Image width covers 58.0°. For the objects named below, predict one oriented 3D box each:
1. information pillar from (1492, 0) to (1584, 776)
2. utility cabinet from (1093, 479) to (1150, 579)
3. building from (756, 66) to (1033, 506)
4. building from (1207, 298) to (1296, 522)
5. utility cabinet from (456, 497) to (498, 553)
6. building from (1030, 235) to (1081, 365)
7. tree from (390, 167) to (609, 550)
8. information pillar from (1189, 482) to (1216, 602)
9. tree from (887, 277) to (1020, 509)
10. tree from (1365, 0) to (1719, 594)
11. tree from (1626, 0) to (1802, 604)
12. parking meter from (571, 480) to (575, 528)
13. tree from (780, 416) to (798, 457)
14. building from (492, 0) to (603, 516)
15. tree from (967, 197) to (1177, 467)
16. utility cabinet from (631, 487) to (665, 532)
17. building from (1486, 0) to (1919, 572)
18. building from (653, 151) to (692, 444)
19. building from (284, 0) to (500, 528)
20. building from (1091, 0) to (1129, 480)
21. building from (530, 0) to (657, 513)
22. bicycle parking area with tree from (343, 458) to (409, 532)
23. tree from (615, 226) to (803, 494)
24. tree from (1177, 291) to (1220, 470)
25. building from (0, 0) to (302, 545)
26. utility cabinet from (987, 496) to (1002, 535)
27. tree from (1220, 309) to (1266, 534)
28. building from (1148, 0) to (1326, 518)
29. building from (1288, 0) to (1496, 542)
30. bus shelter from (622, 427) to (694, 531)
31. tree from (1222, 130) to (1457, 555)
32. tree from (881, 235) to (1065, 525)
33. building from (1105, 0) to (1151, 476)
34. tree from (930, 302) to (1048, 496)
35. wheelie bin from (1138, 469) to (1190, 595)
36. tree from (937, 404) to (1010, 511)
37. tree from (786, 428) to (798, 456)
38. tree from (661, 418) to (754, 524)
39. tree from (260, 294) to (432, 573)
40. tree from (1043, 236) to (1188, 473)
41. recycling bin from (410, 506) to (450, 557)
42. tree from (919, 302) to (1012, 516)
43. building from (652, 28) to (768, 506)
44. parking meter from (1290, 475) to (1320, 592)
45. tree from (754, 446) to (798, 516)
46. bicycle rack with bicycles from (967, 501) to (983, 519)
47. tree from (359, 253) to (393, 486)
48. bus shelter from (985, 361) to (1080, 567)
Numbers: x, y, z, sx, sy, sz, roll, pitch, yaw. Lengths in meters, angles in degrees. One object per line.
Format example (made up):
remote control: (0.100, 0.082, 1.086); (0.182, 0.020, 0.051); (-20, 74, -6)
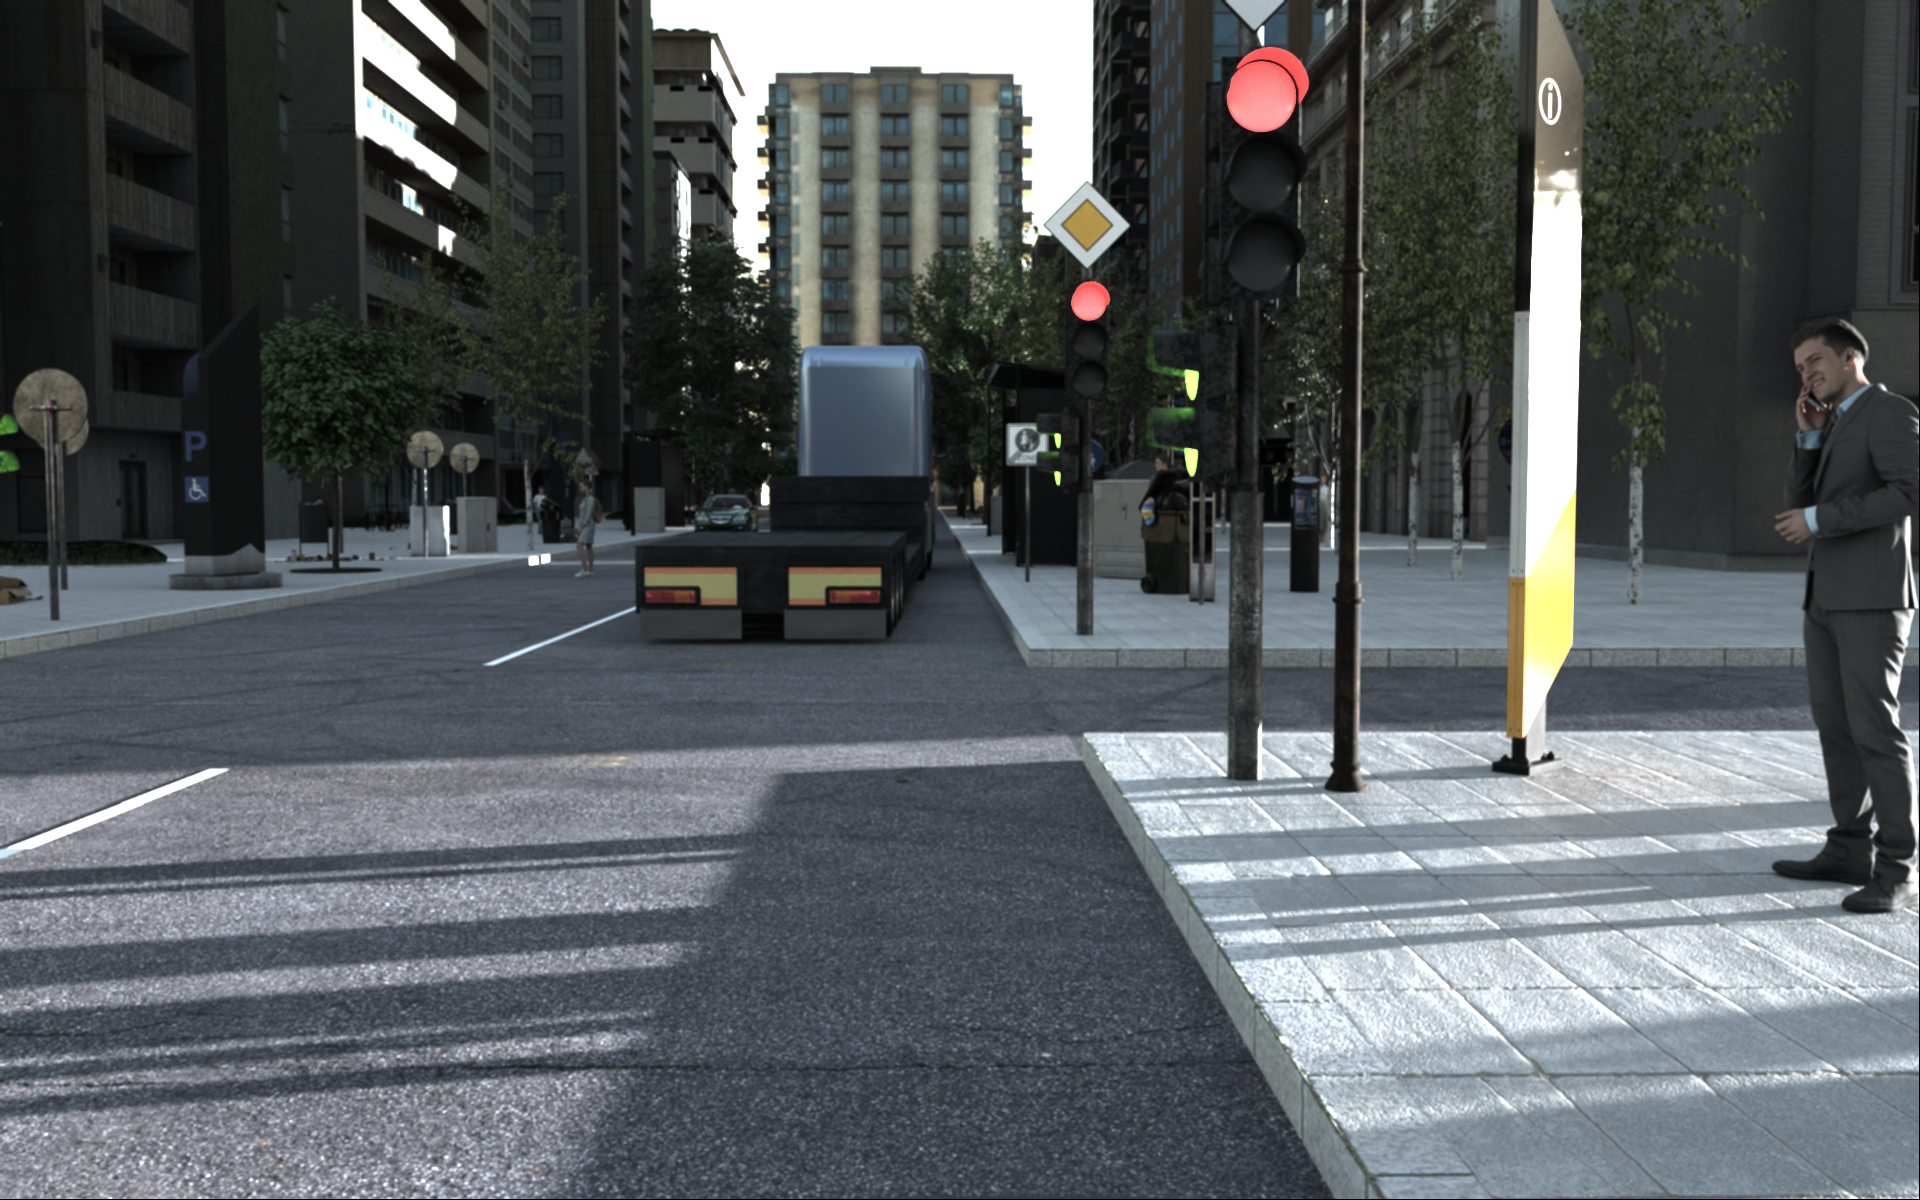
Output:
information pillar: (2.703, -1.019, 8.008); (0.504, 3.616, 0.183); (-3, 5, -45)
utility cabinet: (2.519, -1.076, 26.277); (0.318, 1.500, 1.173); (-3, 5, -41)
building: (-7.259, -35.297, 196.720); (30.456, 49.044, 23.786); (0, 4, -1)
building: (20.095, -13.187, 83.053); (16.820, 18.784, 16.811); (0, 4, -1)
utility cabinet: (-10.610, -1.647, 38.097); (0.306, 1.237, 1.020); (2, 4, 24)
building: (15.122, -25.702, 191.930); (14.107, 30.474, 14.160); (0, 4, -1)
tree: (-9.807, -5.430, 39.144); (4.737, 8.622, 4.395); (0, 3, 0)
information pillar: (2.897, -0.990, 20.671); (0.304, 2.012, 0.304); (1, 4, 8)
tree: (-0.956, -18.114, 152.060); (12.611, 20.169, 13.585); (0, 3, 0)
tree: (7.421, -4.571, 25.092); (4.737, 8.622, 4.395); (0, 3, 0)
tree: (7.641, -4.257, 19.968); (4.737, 8.622, 4.395); (0, 3, 0)
parking meter: (-13.667, -3.353, 60.527); (0.399, 1.863, 0.255); (0, 3, 0)
tree: (-13.267, -13.892, 161.550); (7.601, 10.594, 8.767); (1, 4, 17)
building: (-38.768, -25.082, 101.979); (32.217, 40.220, 23.993); (0, 4, -1)
tree: (2.327, -5.703, 43.614); (4.737, 8.622, 4.395); (0, 3, 0)
utility cabinet: (-10.348, -2.987, 57.523); (1.173, 1.500, 0.318); (2, 4, 28)
building: (27.452, -13.109, 33.405); (30.058, 24.678, 14.314); (0, 4, -1)
building: (-30.505, -23.043, 148.452); (14.107, 30.474, 14.160); (0, 4, -1)
building: (-33.583, -27.600, 74.956); (21.300, 48.544, 21.600); (0, 4, -1)
building: (20.003, -43.211, 144.745); (20.563, 71.187, 20.611); (0, 4, -1)
building: (-29.497, -26.797, 121.729); (14.154, 41.232, 14.086); (0, 4, -1)
bicycle parking area with tree: (-22.604, -4.481, 60.263); (8.231, 4.147, 9.016); (-1, 4, -21)
tree: (-11.394, -10.750, 82.417); (9.857, 13.997, 8.962); (0, 3, 0)
tree: (8.639, -6.397, 54.961); (4.737, 8.622, 4.395); (0, 3, 0)
building: (-26.122, -16.579, 42.772); (14.160, 30.474, 14.107); (0, 4, -1)
utility cabinet: (1.273, -2.656, 54.590); (0.306, 1.237, 1.020); (3, 4, 38)
tree: (7.859, -4.918, 30.774); (4.737, 8.622, 4.395); (0, 3, 0)
building: (18.536, -27.399, 98.092); (14.600, 45.320, 14.200); (0, 4, -1)
building: (19.379, -13.160, 56.962); (13.314, 21.916, 24.055); (0, 4, -1)
bus shelter: (-11.074, -4.437, 63.830); (1.731, 3.624, 6.357); (0, 4, -1)
tree: (8.178, -5.247, 36.146); (4.360, 8.622, 3.978); (0, 3, 0)
tree: (0.943, -8.899, 71.253); (9.928, 11.665, 9.643); (0, 3, 0)
building: (22.079, -28.504, 120.671); (22.147, 44.769, 28.867); (0, 4, -1)
tree: (1.535, -9.108, 83.321); (8.767, 10.594, 7.601); (0, 4, -8)
wheelie bin: (2.781, -0.884, 22.365); (0.693, 1.594, 0.980); (3, 5, 45)
tree: (1.654, -4.859, 63.161); (4.285, 4.588, 4.351); (0, 3, 0)
tree: (-12.716, -12.194, 149.734); (4.360, 8.622, 3.978); (0, 3, 0)
tree: (-11.678, -5.547, 74.410); (4.285, 4.588, 4.351); (0, 3, 0)
tree: (-10.404, -2.741, 28.528); (4.285, 4.588, 4.351); (0, 3, 0)
tree: (4.551, -6.088, 49.900); (4.360, 8.622, 3.978); (0, 3, 0)
recycling bin: (-10.963, -1.423, 35.820); (0.722, 1.027, 0.722); (-1, 4, -12)
tree: (0.435, -11.245, 101.976); (7.486, 12.596, 7.792); (0, 3, 0)
building: (-37.268, -37.245, 198.192); (27.495, 52.752, 28.713); (0, 4, -1)
parking meter: (4.528, -0.876, 22.731); (0.372, 1.533, 0.369); (0, 3, 0)
tree: (-12.079, -7.159, 100.767); (4.285, 4.588, 4.351); (0, 3, 0)
bicycle rack with bicycles: (2.057, -4.541, 87.634); (2.852, 0.926, 2.925); (-2, 4, -31)
tree: (-16.268, -6.184, 51.468); (4.737, 8.622, 4.395); (0, 3, 0)
bus shelter: (1.446, -2.591, 33.638); (1.731, 3.624, 6.357); (0, 4, -1)
